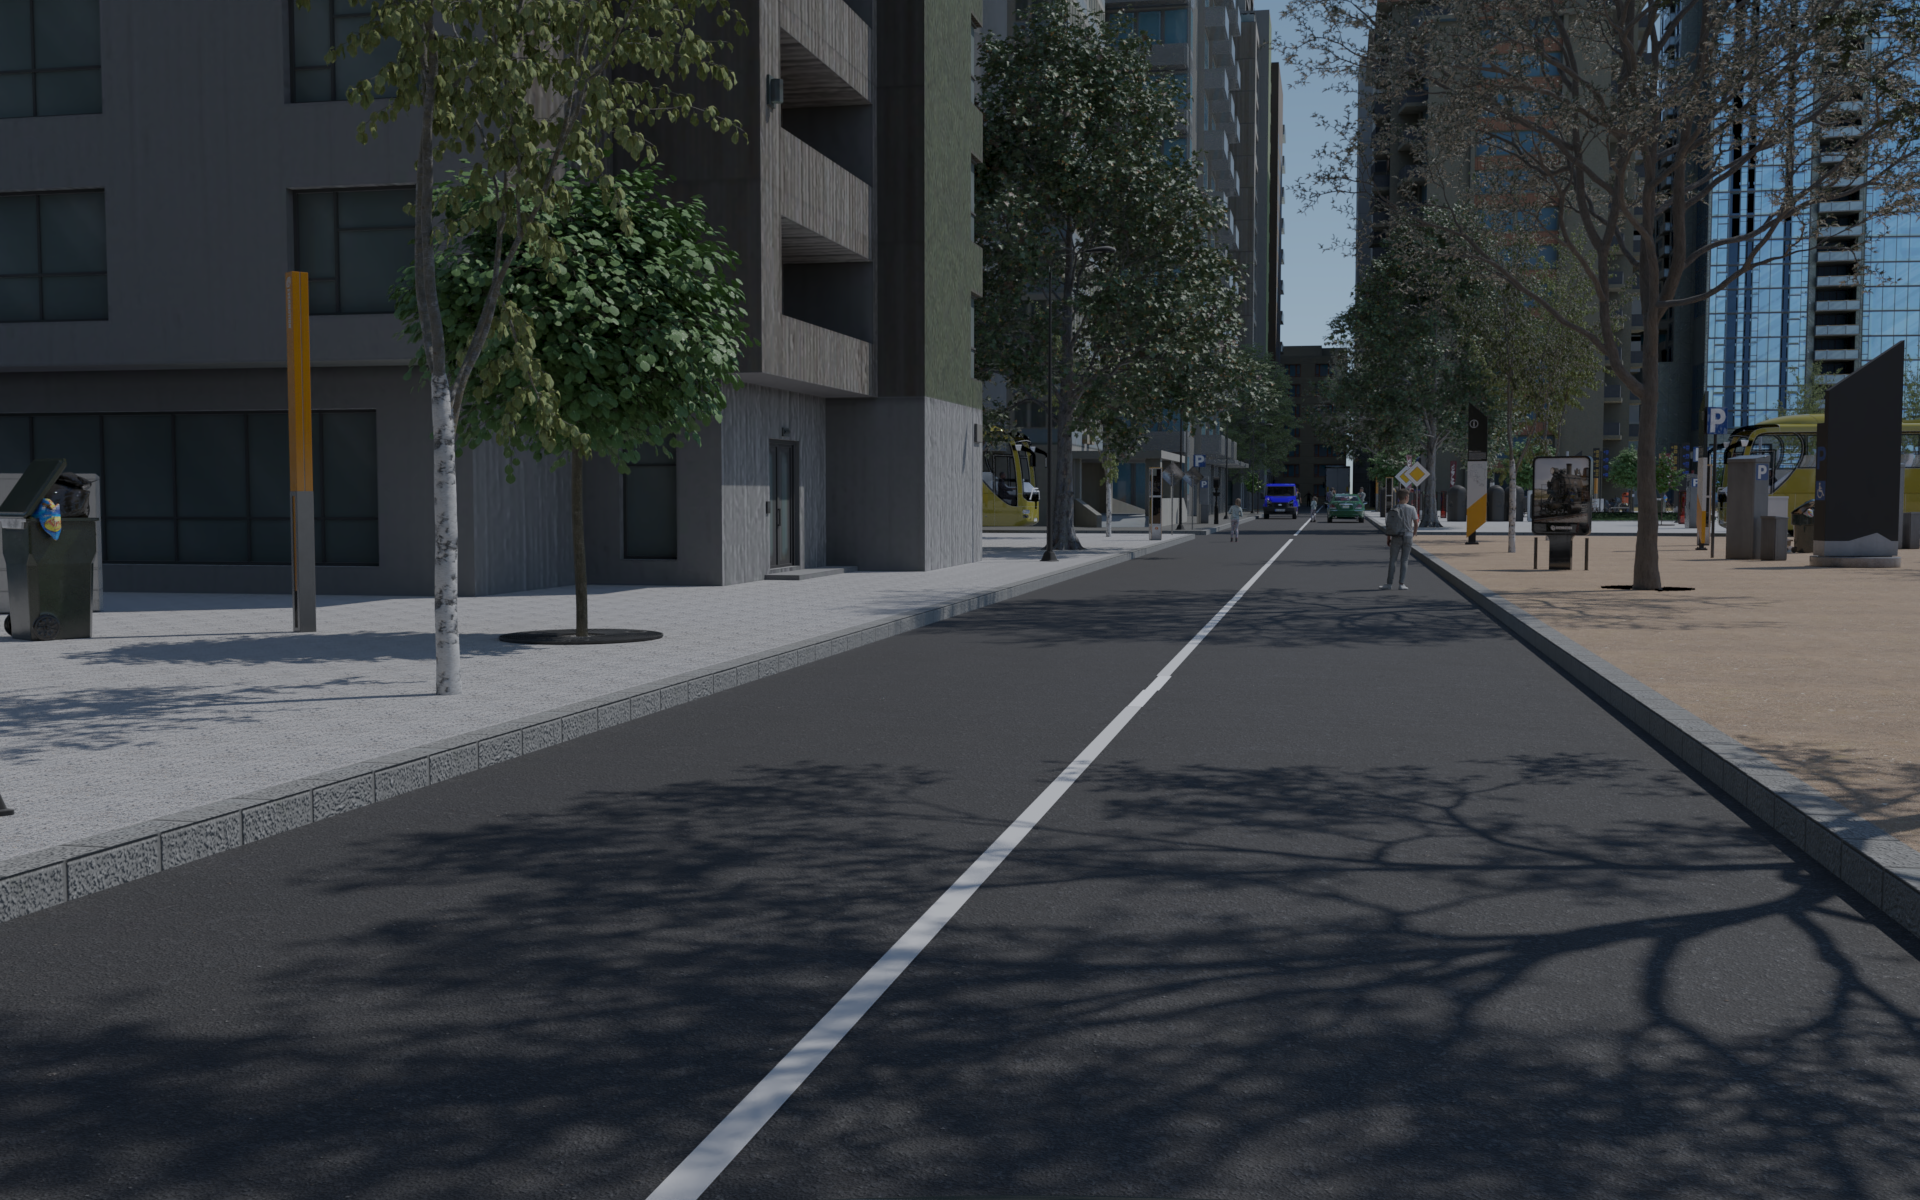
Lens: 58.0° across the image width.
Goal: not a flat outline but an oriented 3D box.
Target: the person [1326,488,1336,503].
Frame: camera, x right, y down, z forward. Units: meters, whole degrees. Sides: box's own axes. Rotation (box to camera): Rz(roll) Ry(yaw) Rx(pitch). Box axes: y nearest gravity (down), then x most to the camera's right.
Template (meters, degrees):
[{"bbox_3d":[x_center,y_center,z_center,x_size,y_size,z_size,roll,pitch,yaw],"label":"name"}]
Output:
[{"bbox_3d":[21.331,-5.555,99.513,0.473,1.802,0.592,0,4,-3],"label":"person"}]

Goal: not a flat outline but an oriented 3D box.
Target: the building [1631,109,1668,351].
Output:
[{"bbox_3d":[90.627,-36.274,216.776,21.600,48.544,21.300,1,4,12],"label":"building"}]

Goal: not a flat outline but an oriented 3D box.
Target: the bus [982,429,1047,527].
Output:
[{"bbox_3d":[-3.124,-4.214,60.442,12.252,3.916,2.896,1,4,13],"label":"bus"}]

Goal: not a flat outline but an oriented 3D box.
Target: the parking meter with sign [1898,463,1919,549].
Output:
[{"bbox_3d":[21.477,-2.680,40.078,1.738,3.016,0.543,-1,4,-22],"label":"parking meter with sign"}]

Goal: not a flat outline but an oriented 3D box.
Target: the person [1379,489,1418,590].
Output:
[{"bbox_3d":[6.575,-0.909,25.961,0.503,1.515,0.523,-1,4,-16],"label":"person"}]

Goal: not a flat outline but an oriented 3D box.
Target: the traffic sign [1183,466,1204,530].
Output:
[{"bbox_3d":[8.327,-3.568,61.975,0.795,2.450,0.064,1,4,12],"label":"traffic sign"}]

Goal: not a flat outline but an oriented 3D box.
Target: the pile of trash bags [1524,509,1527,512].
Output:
[{"bbox_3d":[40.440,-6.842,121.627,1.912,1.369,3.447,1,4,19],"label":"pile of trash bags"}]

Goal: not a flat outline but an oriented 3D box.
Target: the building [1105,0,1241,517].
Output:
[{"bbox_3d":[5.937,-29.929,108.955,23.786,49.044,30.456,1,4,12],"label":"building"}]

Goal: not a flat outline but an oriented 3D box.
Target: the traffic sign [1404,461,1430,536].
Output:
[{"bbox_3d":[13.866,-2.994,52.595,0.795,2.450,0.064,1,4,12],"label":"traffic sign"}]

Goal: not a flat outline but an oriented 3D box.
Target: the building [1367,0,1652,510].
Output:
[{"bbox_3d":[46.917,-30.326,150.451,22.147,44.769,28.867,1,4,12],"label":"building"}]

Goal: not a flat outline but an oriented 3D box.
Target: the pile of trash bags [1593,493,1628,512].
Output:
[{"bbox_3d":[45.017,-6.730,119.781,1.912,1.369,3.447,-2,4,-24],"label":"pile of trash bags"}]

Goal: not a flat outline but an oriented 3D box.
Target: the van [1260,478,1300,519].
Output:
[{"bbox_3d":[18.621,-5.881,100.530,2.240,2.365,5.245,1,4,11],"label":"van"}]

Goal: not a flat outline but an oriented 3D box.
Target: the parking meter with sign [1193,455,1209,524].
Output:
[{"bbox_3d":[10.597,-4.862,75.757,0.543,3.016,1.738,0,4,-1],"label":"parking meter with sign"}]

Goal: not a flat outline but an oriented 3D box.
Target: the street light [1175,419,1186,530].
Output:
[{"bbox_3d":[8.427,-5.457,61.770,1.470,5.913,1.316,1,4,12],"label":"street light"}]

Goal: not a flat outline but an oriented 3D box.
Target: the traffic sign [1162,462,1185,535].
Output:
[{"bbox_3d":[6.642,-3.090,54.169,0.795,2.450,0.064,1,4,12],"label":"traffic sign"}]

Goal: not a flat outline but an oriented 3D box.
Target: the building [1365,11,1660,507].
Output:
[{"bbox_3d":[59.250,-36.801,190.937,28.713,52.752,27.495,1,4,12],"label":"building"}]

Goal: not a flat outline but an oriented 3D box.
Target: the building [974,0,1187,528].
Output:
[{"bbox_3d":[-6.648,-23.491,75.965,32.217,40.220,23.993,1,4,12],"label":"building"}]

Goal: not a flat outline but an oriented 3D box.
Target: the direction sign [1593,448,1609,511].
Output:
[{"bbox_3d":[31.482,-5.697,85.148,0.876,3.537,0.379,-1,4,-15],"label":"direction sign"}]

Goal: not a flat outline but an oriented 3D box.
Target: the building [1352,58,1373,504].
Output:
[{"bbox_3d":[65.345,-41.626,222.591,28.212,58.520,21.231,1,4,12],"label":"building"}]

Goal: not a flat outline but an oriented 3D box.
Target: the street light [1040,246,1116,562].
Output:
[{"bbox_3d":[2.232,-3.682,32.746,1.470,5.913,1.316,1,4,12],"label":"street light"}]

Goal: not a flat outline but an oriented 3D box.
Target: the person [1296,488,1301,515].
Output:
[{"bbox_3d":[22.824,-6.642,117.187,0.616,1.811,0.778,0,4,-7],"label":"person"}]

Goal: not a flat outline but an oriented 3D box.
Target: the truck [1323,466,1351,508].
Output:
[{"bbox_3d":[38.703,-11.556,177.850,2.839,4.237,11.283,1,4,12],"label":"truck"}]

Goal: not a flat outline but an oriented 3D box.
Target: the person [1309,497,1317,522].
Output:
[{"bbox_3d":[17.903,-4.592,87.862,0.394,1.301,0.425,3,4,37],"label":"person"}]

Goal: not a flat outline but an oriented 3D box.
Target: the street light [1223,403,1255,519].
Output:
[{"bbox_3d":[14.091,-7.056,87.900,1.470,5.913,1.316,1,4,12],"label":"street light"}]

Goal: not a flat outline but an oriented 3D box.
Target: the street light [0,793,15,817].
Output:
[{"bbox_3d":[-3.443,-2.084,6.618,1.470,5.913,1.316,1,4,12],"label":"street light"}]

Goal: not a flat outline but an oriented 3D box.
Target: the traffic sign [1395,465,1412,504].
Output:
[{"bbox_3d":[15.551,-3.471,60.401,0.795,2.450,0.064,1,4,12],"label":"traffic sign"}]

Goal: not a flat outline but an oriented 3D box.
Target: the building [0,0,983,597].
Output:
[{"bbox_3d":[-7.882,-15.622,27.123,14.160,30.474,14.107,1,4,12],"label":"building"}]

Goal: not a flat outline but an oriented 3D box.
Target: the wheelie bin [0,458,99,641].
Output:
[{"bbox_3d":[-8.104,-0.459,15.419,0.980,1.594,0.693,3,5,40],"label":"wheelie bin"}]

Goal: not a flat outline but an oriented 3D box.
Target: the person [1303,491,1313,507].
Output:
[{"bbox_3d":[39.889,-11.589,198.121,1.348,1.807,0.705,0,4,-1],"label":"person"}]

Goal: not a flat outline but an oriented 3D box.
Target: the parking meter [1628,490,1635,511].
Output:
[{"bbox_3d":[44.209,-6.463,114.074,0.372,1.533,0.369,0,3,0],"label":"parking meter"}]

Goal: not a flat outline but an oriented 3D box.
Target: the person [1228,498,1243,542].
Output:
[{"bbox_3d":[8.234,-2.392,51.883,0.425,1.301,0.394,0,4,-6],"label":"person"}]

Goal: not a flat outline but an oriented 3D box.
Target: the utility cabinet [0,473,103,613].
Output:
[{"bbox_3d":[-9.924,-0.611,18.671,1.173,1.500,0.318,-1,4,-19],"label":"utility cabinet"}]

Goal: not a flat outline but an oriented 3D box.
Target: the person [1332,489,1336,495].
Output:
[{"bbox_3d":[28.259,-7.463,130.765,0.600,1.795,0.529,0,4,-2],"label":"person"}]

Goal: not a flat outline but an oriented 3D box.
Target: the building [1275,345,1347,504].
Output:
[{"bbox_3d":[37.022,-23.689,232.352,28.899,21.520,27.650,1,4,12],"label":"building"}]

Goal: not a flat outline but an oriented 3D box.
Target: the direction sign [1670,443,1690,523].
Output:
[{"bbox_3d":[31.916,-5.191,76.862,0.876,3.537,0.379,0,4,-2],"label":"direction sign"}]

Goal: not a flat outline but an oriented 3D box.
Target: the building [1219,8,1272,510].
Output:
[{"bbox_3d":[18.224,-28.125,143.433,14.154,41.232,14.086,1,4,12],"label":"building"}]

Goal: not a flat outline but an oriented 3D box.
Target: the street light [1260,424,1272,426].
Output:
[{"bbox_3d":[19.944,-8.688,114.589,1.470,5.913,1.316,1,4,12],"label":"street light"}]

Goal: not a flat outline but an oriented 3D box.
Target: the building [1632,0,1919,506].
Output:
[{"bbox_3d":[89.970,-53.430,186.253,31.000,86.520,22.319,1,4,12],"label":"building"}]

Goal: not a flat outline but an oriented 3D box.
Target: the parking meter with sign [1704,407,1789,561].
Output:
[{"bbox_3d":[15.442,-2.306,33.957,0.543,3.016,1.738,-1,4,-23],"label":"parking meter with sign"}]

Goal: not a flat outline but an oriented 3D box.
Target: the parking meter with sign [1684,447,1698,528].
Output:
[{"bbox_3d":[27.501,-4.193,64.819,0.543,3.016,1.738,1,4,11],"label":"parking meter with sign"}]

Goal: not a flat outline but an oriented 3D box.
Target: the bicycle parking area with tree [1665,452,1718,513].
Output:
[{"bbox_3d":[51.863,-8.069,118.928,8.231,4.147,9.016,-1,4,-20],"label":"bicycle parking area with tree"}]

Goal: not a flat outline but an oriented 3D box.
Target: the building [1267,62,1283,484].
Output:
[{"bbox_3d":[25.820,-32.307,178.324,14.600,45.320,14.200,1,4,12],"label":"building"}]

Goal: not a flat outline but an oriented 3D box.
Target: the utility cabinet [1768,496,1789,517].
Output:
[{"bbox_3d":[21.577,-2.136,46.080,1.020,1.237,0.306,-2,4,-30],"label":"utility cabinet"}]

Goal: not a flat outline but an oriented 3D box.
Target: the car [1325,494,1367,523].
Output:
[{"bbox_3d":[19.543,-4.644,87.734,2.131,1.459,4.920,1,4,12],"label":"car"}]

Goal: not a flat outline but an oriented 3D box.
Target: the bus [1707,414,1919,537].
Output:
[{"bbox_3d":[29.581,-3.754,52.927,12.252,3.916,2.896,1,4,12],"label":"bus"}]

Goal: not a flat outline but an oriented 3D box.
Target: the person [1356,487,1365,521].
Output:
[{"bbox_3d":[21.450,-5.146,92.811,0.511,1.800,0.466,3,4,36],"label":"person"}]

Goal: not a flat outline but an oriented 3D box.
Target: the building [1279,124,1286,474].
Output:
[{"bbox_3d":[21.848,-35.508,200.167,30.456,49.044,23.786,1,4,12],"label":"building"}]

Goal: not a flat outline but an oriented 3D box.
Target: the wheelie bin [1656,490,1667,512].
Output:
[{"bbox_3d":[34.663,-4.780,86.059,0.980,1.594,0.693,3,4,36],"label":"wheelie bin"}]

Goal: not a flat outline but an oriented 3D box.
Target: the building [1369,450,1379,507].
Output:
[{"bbox_3d":[48.181,-24.530,172.759,14.160,30.474,14.107,1,4,12],"label":"building"}]

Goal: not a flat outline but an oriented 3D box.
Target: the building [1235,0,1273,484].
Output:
[{"bbox_3d":[18.740,-44.151,160.121,20.563,71.187,20.611,1,4,12],"label":"building"}]
